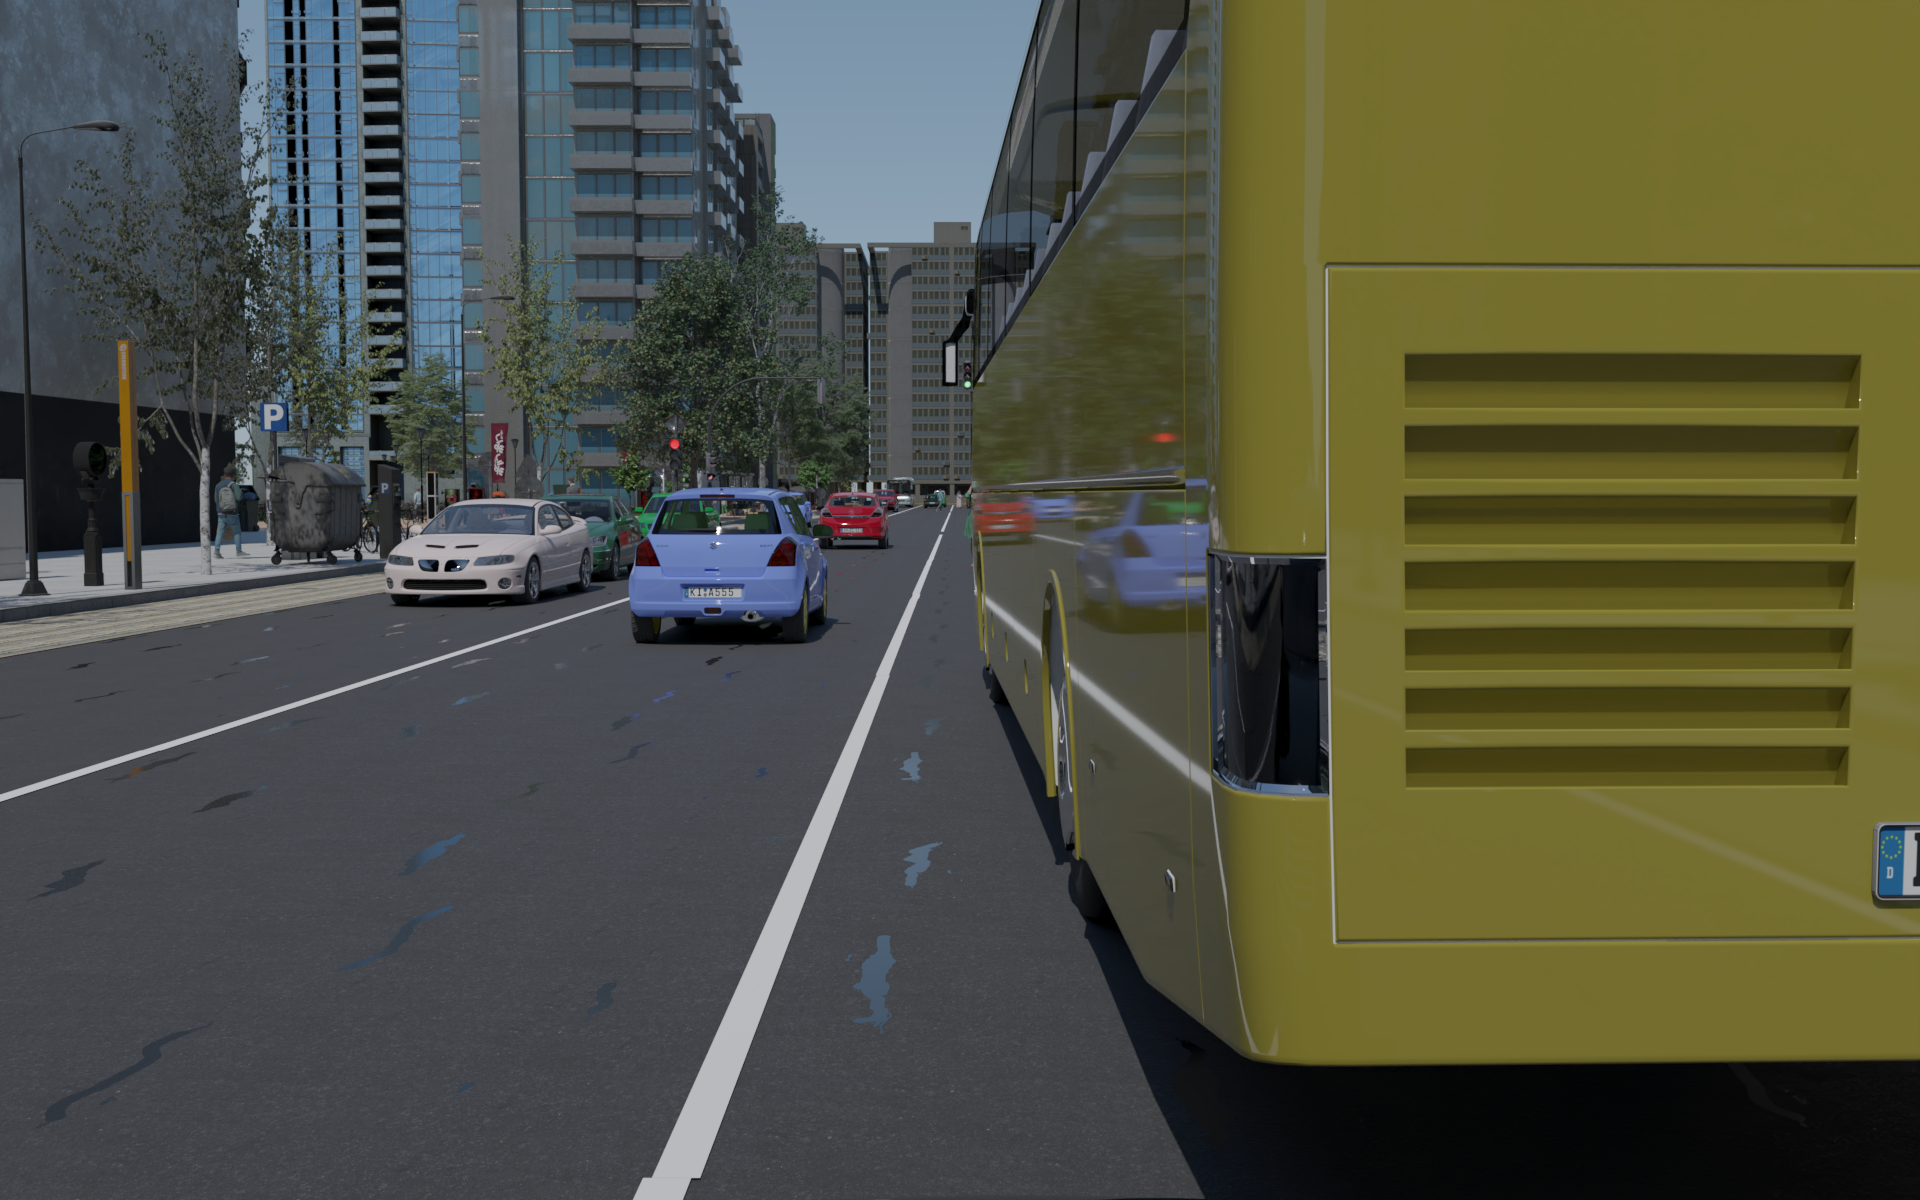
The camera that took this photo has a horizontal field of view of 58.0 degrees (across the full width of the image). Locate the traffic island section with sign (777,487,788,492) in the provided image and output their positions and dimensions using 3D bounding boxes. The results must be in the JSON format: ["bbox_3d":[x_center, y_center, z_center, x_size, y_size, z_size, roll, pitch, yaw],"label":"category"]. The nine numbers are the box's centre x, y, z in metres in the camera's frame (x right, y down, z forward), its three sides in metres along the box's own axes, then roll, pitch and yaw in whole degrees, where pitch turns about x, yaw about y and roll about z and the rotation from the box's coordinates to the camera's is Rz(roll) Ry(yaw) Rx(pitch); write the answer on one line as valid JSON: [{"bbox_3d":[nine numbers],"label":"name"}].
[{"bbox_3d":[-9.441,-5.101,92.026,1.989,1.847,2.006,0,3,0],"label":"traffic island section with sign"}]

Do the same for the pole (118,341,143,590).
[{"bbox_3d":[-11.101,-1.793,23.166,0.158,3.312,0.155,0,3,0],"label":"pole"}]

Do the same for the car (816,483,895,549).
[{"bbox_3d":[-2.823,-2.294,46.544,2.155,1.783,4.494,0,4,-1],"label":"car"}]

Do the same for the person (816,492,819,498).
[{"bbox_3d":[-17.610,-12.769,214.917,0.705,1.812,1.348,-3,5,-40],"label":"person"}]

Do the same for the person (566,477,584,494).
[{"bbox_3d":[-12.166,-2.976,54.658,0.822,1.834,0.622,2,4,31],"label":"person"}]

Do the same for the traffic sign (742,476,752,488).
[{"bbox_3d":[-11.988,-5.836,97.550,0.606,2.300,0.079,0,4,2],"label":"traffic sign"}]

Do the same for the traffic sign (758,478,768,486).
[{"bbox_3d":[-14.162,-7.608,124.501,0.768,2.556,0.104,0,4,5],"label":"traffic sign"}]

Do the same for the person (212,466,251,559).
[{"bbox_3d":[-14.444,-1.720,34.152,0.794,1.824,0.713,2,4,33],"label":"person"}]

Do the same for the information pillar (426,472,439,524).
[{"bbox_3d":[-17.415,-3.226,57.229,0.304,2.012,0.304,0,4,5],"label":"information pillar"}]

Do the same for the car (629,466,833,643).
[{"bbox_3d":[-2.311,-0.513,17.977,1.945,1.707,3.694,0,4,0],"label":"car"}]

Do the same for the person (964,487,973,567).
[{"bbox_3d":[0.365,-1.551,34.114,0.600,1.795,0.529,0,4,-7],"label":"person"}]

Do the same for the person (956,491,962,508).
[{"bbox_3d":[-0.078,-10.157,175.238,0.621,1.740,0.551,2,4,29],"label":"person"}]

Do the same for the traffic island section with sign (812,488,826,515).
[{"bbox_3d":[-9.479,-6.757,119.097,1.989,1.847,2.006,0,3,0],"label":"traffic island section with sign"}]

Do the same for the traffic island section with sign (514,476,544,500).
[{"bbox_3d":[-9.389,-1.763,37.458,1.989,1.847,2.006,0,3,0],"label":"traffic island section with sign"}]

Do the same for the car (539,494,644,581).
[{"bbox_3d":[-6.628,-1.115,30.026,2.131,1.459,4.920,0,4,-2],"label":"car"}]

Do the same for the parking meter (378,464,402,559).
[{"bbox_3d":[-11.260,-1.744,34.222,0.399,1.863,0.255,1,4,22],"label":"parking meter"}]

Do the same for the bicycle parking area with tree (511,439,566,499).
[{"bbox_3d":[-23.925,-6.166,87.821,9.016,4.147,8.231,2,4,27],"label":"bicycle parking area with tree"}]

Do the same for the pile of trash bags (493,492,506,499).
[{"bbox_3d":[-16.506,-3.523,67.353,3.447,1.369,1.912,-1,4,-12],"label":"pile of trash bags"}]

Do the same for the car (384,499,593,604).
[{"bbox_3d":[-6.425,-0.716,24.064,2.083,1.381,4.827,0,4,2],"label":"car"}]

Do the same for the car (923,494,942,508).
[{"bbox_3d":[-2.715,-10.032,173.808,2.009,1.686,4.222,0,4,2],"label":"car"}]

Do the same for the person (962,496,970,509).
[{"bbox_3d":[0.822,-9.660,167.167,1.217,1.736,0.721,0,4,-1],"label":"person"}]

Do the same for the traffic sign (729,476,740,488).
[{"bbox_3d":[-12.653,-5.816,97.224,0.606,2.300,0.079,0,4,5],"label":"traffic sign"}]

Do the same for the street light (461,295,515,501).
[{"bbox_3d":[-11.074,-4.159,40.536,1.470,5.913,1.316,0,3,0],"label":"street light"}]

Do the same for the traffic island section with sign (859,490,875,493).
[{"bbox_3d":[-9.536,-9.846,169.615,1.989,1.847,2.006,0,3,0],"label":"traffic island section with sign"}]

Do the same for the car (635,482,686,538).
[{"bbox_3d":[-7.121,-2.139,43.761,1.959,1.807,4.718,0,4,-1],"label":"car"}]

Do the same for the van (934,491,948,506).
[{"bbox_3d":[-2.500,-12.726,215.080,2.013,2.044,4.112,0,4,1],"label":"van"}]

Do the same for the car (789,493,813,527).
[{"bbox_3d":[-7.241,-3.897,73.302,1.945,1.707,3.694,0,4,1],"label":"car"}]

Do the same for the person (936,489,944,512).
[{"bbox_3d":[-1.670,-8.138,141.421,0.748,1.841,0.638,-2,4,-27],"label":"person"}]

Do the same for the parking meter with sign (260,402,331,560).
[{"bbox_3d":[-12.931,-2.300,33.864,0.543,3.016,1.738,1,4,8],"label":"parking meter with sign"}]

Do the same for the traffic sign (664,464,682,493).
[{"bbox_3d":[-12.050,-4.442,72.729,0.768,2.556,0.104,0,4,7],"label":"traffic sign"}]

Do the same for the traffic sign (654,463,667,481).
[{"bbox_3d":[-12.535,-4.492,73.180,0.795,2.593,0.064,0,4,1],"label":"traffic sign"}]

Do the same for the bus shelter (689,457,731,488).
[{"bbox_3d":[-13.119,-5.993,91.915,2.014,3.302,5.546,0,3,0],"label":"bus shelter"}]

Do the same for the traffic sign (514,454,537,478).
[{"bbox_3d":[-13.961,-3.418,55.889,0.884,2.594,0.081,0,4,5],"label":"traffic sign"}]

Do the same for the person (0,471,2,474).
[{"bbox_3d":[-15.271,-1.280,27.325,0.532,1.782,0.716,-1,4,-9],"label":"person"}]

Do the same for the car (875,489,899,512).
[{"bbox_3d":[-5.976,-7.874,137.420,2.281,1.827,5.304,0,4,1],"label":"car"}]

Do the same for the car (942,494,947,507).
[{"bbox_3d":[-2.392,-10.913,187.229,1.959,1.807,4.718,0,4,-1],"label":"car"}]

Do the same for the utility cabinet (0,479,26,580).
[{"bbox_3d":[-14.284,-1.027,25.471,0.318,1.500,1.173,0,4,7],"label":"utility cabinet"}]

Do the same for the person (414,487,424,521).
[{"bbox_3d":[-25.674,-4.539,82.066,0.330,1.601,0.589,3,5,44],"label":"person"}]

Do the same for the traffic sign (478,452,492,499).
[{"bbox_3d":[-14.064,-3.168,51.907,0.768,2.556,0.104,0,4,1],"label":"traffic sign"}]

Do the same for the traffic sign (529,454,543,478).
[{"bbox_3d":[-14.063,-3.465,56.650,0.884,2.594,0.081,0,4,1],"label":"traffic sign"}]

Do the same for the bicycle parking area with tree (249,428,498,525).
[{"bbox_3d":[-26.091,-5.416,75.558,8.231,4.147,9.016,1,4,19],"label":"bicycle parking area with tree"}]

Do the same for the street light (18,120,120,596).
[{"bbox_3d":[-11.154,-3.007,21.701,1.470,5.913,1.316,0,3,0],"label":"street light"}]

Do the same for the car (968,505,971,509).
[{"bbox_3d":[1.649,-9.753,171.828,2.083,1.381,4.827,0,4,-2],"label":"car"}]
